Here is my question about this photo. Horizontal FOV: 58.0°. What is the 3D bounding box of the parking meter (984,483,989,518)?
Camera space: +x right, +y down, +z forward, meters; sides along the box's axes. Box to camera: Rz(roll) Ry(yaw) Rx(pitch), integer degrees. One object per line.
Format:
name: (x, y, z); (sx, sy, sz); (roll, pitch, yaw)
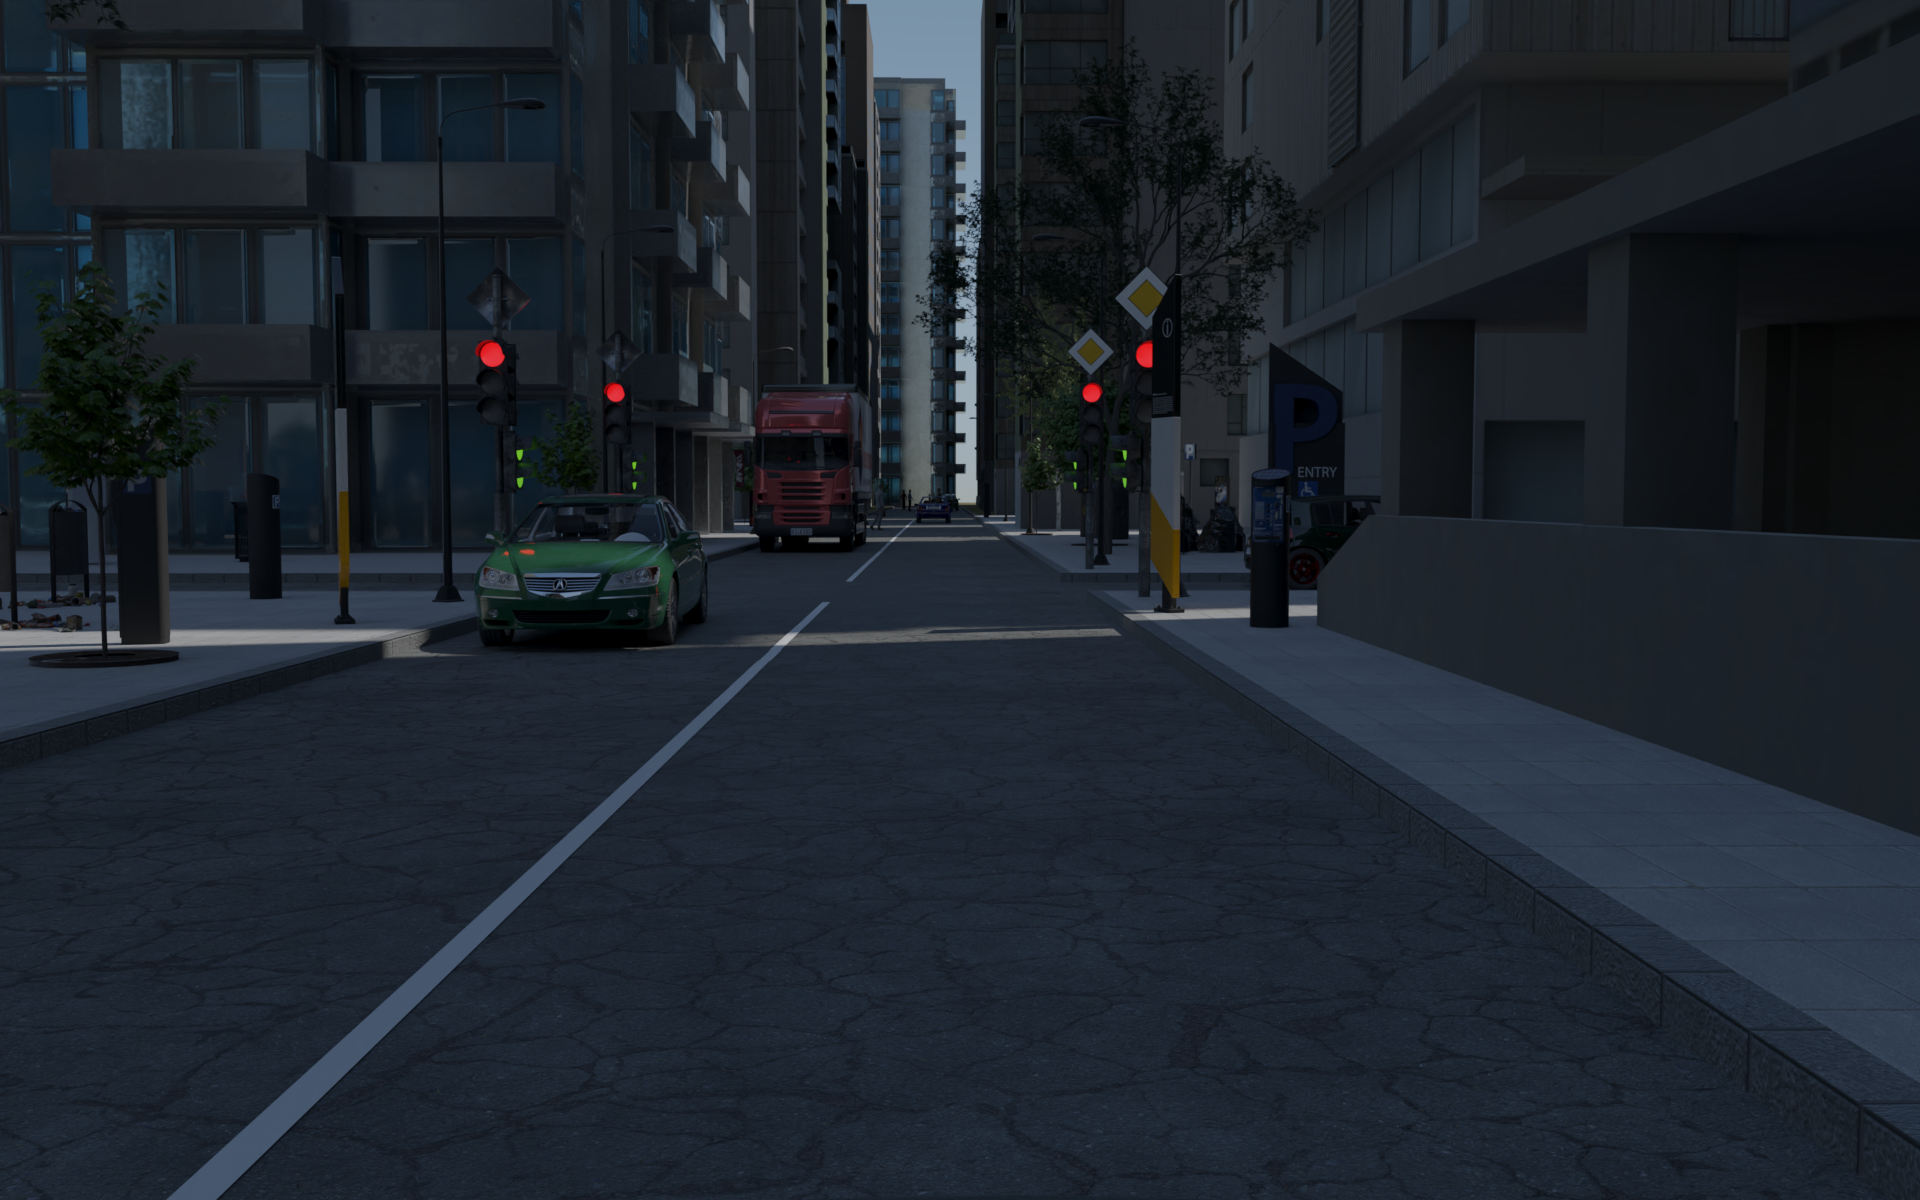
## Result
parking meter: (1.428, -5.386, 93.764); (0.255, 1.863, 0.399); (0, 4, -6)

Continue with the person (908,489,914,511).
person: (-4.147, -8.305, 144.269); (0.705, 1.826, 1.348); (1, 4, 14)

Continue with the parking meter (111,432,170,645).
parking meter: (-7.010, -0.557, 14.811); (0.399, 1.863, 0.255); (-1, 4, -11)

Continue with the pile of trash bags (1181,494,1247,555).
pile of trash bags: (5.112, -1.730, 38.031); (1.912, 1.369, 3.447); (2, 4, 24)

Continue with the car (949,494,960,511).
car: (-1.025, -8.365, 148.568); (2.131, 1.459, 4.920); (0, 4, 0)

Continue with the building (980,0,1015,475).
building: (8.824, -30.486, 148.563); (14.600, 45.320, 14.200); (0, 4, -1)

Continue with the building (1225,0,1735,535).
building: (21.514, -27.649, 41.298); (27.495, 52.752, 28.713); (0, 4, -1)

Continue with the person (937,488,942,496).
person: (-1.375, -6.282, 111.304); (0.705, 1.812, 1.348); (-1, 4, -8)

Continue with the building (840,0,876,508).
building: (-14.979, -31.001, 156.978); (14.600, 45.320, 14.200); (0, 4, -1)

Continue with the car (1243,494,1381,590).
car: (6.477, -1.024, 26.530); (4.222, 1.686, 2.009); (0, 4, -1)

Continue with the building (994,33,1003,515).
building: (9.176, -20.852, 112.625); (14.160, 30.474, 14.107); (0, 4, -1)

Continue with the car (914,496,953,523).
car: (-1.316, -4.499, 86.142); (1.945, 1.354, 3.894); (0, 4, -1)

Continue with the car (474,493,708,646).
car: (-3.681, -0.372, 17.885); (2.131, 1.459, 4.920); (0, 4, -2)

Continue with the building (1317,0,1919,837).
building: (19.659, -19.390, 8.903); (32.217, 40.220, 23.993); (0, 4, -1)

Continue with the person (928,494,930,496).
person: (-2.824, -9.007, 159.025); (0.557, 1.426, 1.065); (0, 4, -2)

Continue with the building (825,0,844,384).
building: (-18.065, -49.261, 118.086); (22.319, 86.520, 31.000); (0, 4, -1)

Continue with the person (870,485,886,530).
person: (-3.177, -3.679, 68.780); (0.853, 1.813, 0.709); (-3, 5, -39)

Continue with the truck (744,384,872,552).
truck: (-3.835, -3.518, 46.429); (2.839, 4.237, 11.283); (0, 4, 0)

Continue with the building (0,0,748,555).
building: (-18.044, -26.254, 48.856); (23.786, 49.044, 30.456); (0, 4, -1)

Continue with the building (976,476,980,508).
building: (17.784, -29.132, 168.191); (32.217, 40.220, 23.993); (0, 4, -1)

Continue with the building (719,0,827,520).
building: (-14.488, -24.948, 91.492); (14.154, 41.232, 14.086); (0, 4, -1)

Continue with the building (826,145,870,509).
building: (-14.824, -22.713, 143.051); (14.160, 30.474, 14.107); (0, 4, -1)

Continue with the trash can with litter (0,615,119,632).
trash can with litter: (-8.987, -0.330, 16.458); (2.233, 1.210, 1.678); (1, 4, 20)

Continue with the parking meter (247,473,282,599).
parking meter: (-8.519, -0.783, 21.215); (0.372, 1.533, 0.369); (0, 3, 0)

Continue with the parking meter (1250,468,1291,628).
parking meter: (2.990, -0.507, 16.698); (0.372, 1.533, 0.369); (0, 3, 0)

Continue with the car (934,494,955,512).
car: (-1.487, -7.883, 140.687); (2.131, 1.459, 4.920); (0, 4, 0)

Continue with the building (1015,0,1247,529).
building: (9.165, -18.208, 69.409); (14.160, 30.474, 14.107); (0, 4, -1)

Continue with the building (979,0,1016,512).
building: (11.963, -42.288, 129.653); (20.563, 71.187, 20.611); (0, 4, -1)

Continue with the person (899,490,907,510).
person: (-5.193, -9.213, 159.091); (0.705, 1.831, 1.348); (-2, 4, -34)

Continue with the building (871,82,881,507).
building: (-14.961, -29.912, 172.650); (14.086, 41.232, 14.154); (0, 4, -1)

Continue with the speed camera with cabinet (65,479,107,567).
speed camera with cabinet: (-15.728, -2.251, 31.139); (0.660, 3.252, 2.038); (-2, 4, -30)
